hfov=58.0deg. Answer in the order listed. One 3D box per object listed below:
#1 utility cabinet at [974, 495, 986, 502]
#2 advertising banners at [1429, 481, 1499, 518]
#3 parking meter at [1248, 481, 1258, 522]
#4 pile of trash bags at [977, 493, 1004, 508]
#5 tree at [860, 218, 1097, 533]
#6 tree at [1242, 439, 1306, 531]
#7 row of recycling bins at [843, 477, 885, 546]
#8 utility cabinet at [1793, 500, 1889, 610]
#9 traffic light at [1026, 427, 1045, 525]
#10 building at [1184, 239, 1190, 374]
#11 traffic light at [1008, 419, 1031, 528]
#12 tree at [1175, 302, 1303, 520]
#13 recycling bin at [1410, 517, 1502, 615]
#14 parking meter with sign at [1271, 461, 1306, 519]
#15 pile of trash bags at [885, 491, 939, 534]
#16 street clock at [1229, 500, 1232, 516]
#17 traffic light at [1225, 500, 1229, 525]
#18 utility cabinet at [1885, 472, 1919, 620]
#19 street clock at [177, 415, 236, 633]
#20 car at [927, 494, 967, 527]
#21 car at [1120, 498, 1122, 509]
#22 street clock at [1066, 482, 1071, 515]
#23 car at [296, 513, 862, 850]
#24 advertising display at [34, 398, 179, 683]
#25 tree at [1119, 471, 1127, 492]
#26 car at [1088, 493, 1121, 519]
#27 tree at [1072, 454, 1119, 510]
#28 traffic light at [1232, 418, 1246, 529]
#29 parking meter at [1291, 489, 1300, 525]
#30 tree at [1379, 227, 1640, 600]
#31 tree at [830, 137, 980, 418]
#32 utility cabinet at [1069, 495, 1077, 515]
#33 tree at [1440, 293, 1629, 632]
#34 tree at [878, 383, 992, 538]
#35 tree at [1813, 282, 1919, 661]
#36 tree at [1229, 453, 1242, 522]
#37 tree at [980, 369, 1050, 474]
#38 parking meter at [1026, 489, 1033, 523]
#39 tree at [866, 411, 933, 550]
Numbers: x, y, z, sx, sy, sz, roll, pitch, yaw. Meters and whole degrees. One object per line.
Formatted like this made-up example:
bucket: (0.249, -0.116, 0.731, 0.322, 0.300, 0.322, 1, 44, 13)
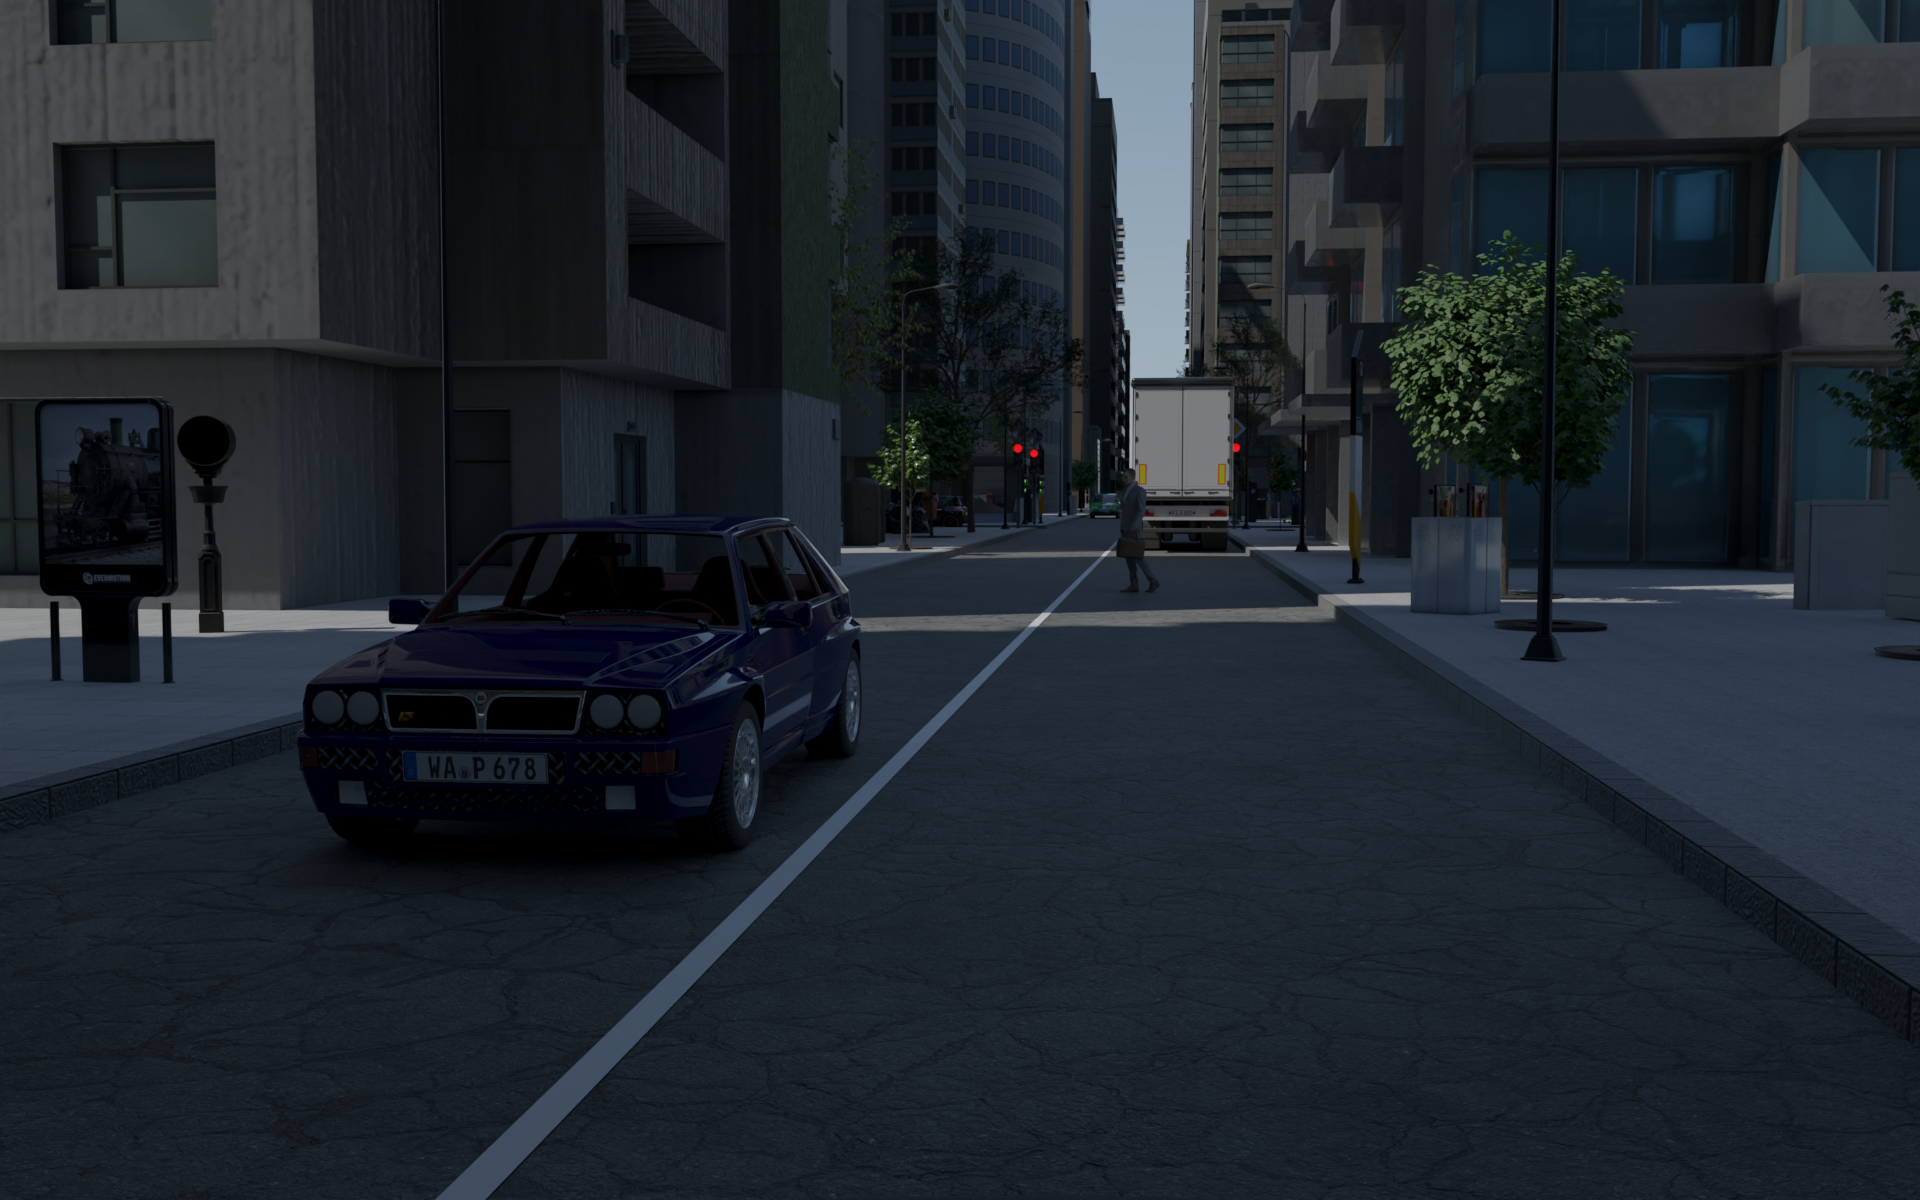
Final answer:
utility cabinet: (1.164, -5.918, 107.925, 1.020, 1.237, 0.306, -1, 4, -11)
advertising banners: (7.435, -1.756, 24.900, 2.074, 3.025, 0.090, -3, 4, -37)
parking meter: (13.228, -4.436, 78.237, 0.399, 1.863, 0.255, 0, 4, -4)
pile of trash bags: (1.765, -5.816, 104.850, 1.912, 1.369, 3.447, 0, 4, -1)
tree: (0.462, -7.546, 57.788, 8.767, 10.594, 7.601, 1, 4, 10)
tree: (11.125, -4.016, 60.270, 1.663, 3.219, 1.824, 0, 3, 0)
row of recycling bins: (-2.476, -2.282, 44.423, 1.069, 1.692, 3.534, 0, 4, 1)
utility cabinet: (9.843, -0.498, 19.302, 1.020, 1.237, 0.306, 0, 4, -8)
traffic light: (3.145, -5.121, 72.656, 0.839, 4.253, 0.868, 0, 4, 7)
building: (48.506, -38.764, 288.409, 22.147, 44.769, 28.867, 0, 4, 7)
traffic light: (2.205, -4.636, 64.727, 0.839, 4.253, 0.868, 0, 4, 7)
tree: (13.758, -9.226, 85.261, 8.767, 10.594, 7.601, 0, 4, 7)
recycling bin: (5.377, -0.380, 18.770, 0.722, 1.027, 0.722, -3, 5, -44)
parking meter with sign: (17.225, -5.792, 90.961, 1.738, 3.016, 0.543, 2, 4, 32)
pile of trash bags: (-1.771, -2.877, 56.787, 1.912, 1.369, 3.447, 2, 4, 32)
street clock: (15.565, -5.838, 100.022, 0.471, 2.002, 0.358, 2, 4, 35)
traffic light: (11.053, -5.065, 71.738, 0.839, 4.253, 0.868, 0, 4, 7)
utility cabinet: (9.768, -0.525, 17.270, 0.318, 1.500, 1.173, 0, 4, -6)
street clock: (-6.943, -0.700, 16.010, 0.471, 2.002, 0.358, -1, 4, -12)
car: (-1.649, -3.583, 68.368, 4.222, 1.686, 2.009, 0, 4, 7)
car: (16.041, -9.228, 162.873, 2.014, 1.417, 4.499, 1, 4, 9)
street clock: (6.559, -6.132, 104.833, 0.358, 2.002, 0.471, 0, 4, 6)
car: (-1.568, 0.264, 8.272, 1.945, 1.354, 3.894, 0, 4, 6)
advertising display: (-5.800, -0.402, 11.783, 0.974, 1.923, 0.123, 1, 4, 10)
tree: (19.671, -14.411, 219.341, 4.285, 4.588, 4.351, 0, 3, 0)
car: (8.579, -5.713, 102.209, 1.959, 1.807, 4.718, 0, 4, 6)
tree: (9.927, -9.668, 141.778, 4.285, 4.588, 4.351, 0, 3, 0)
traffic light: (10.113, -4.580, 63.808, 0.839, 4.253, 0.868, 0, 4, 7)
parking meter: (13.904, -3.872, 71.712, 0.372, 1.533, 0.369, 0, 3, 0)
tree: (6.864, -2.317, 21.591, 4.285, 4.588, 4.351, 0, 3, 0)
tree: (-2.832, -5.152, 34.591, 4.737, 8.622, 4.395, 0, 3, 0)
utility cabinet: (6.995, -5.878, 107.270, 0.306, 1.237, 1.020, 1, 4, 15)
tree: (5.709, -1.345, 16.589, 1.663, 3.219, 1.824, 0, 3, 0)
tree: (-0.762, -4.132, 51.267, 4.285, 4.588, 4.351, 0, 3, 0)
tree: (7.786, -1.148, 13.376, 1.663, 3.219, 1.824, 0, 3, 0)
tree: (13.027, -5.222, 79.983, 1.663, 3.219, 1.824, 0, 3, 0)
tree: (2.816, -9.115, 99.389, 4.737, 8.622, 4.395, 0, 3, 0)
parking meter: (3.070, -4.236, 77.664, 0.372, 1.533, 0.369, 0, 3, 0)
tree: (-1.108, -2.803, 40.437, 1.663, 3.219, 1.824, 0, 3, 0)
